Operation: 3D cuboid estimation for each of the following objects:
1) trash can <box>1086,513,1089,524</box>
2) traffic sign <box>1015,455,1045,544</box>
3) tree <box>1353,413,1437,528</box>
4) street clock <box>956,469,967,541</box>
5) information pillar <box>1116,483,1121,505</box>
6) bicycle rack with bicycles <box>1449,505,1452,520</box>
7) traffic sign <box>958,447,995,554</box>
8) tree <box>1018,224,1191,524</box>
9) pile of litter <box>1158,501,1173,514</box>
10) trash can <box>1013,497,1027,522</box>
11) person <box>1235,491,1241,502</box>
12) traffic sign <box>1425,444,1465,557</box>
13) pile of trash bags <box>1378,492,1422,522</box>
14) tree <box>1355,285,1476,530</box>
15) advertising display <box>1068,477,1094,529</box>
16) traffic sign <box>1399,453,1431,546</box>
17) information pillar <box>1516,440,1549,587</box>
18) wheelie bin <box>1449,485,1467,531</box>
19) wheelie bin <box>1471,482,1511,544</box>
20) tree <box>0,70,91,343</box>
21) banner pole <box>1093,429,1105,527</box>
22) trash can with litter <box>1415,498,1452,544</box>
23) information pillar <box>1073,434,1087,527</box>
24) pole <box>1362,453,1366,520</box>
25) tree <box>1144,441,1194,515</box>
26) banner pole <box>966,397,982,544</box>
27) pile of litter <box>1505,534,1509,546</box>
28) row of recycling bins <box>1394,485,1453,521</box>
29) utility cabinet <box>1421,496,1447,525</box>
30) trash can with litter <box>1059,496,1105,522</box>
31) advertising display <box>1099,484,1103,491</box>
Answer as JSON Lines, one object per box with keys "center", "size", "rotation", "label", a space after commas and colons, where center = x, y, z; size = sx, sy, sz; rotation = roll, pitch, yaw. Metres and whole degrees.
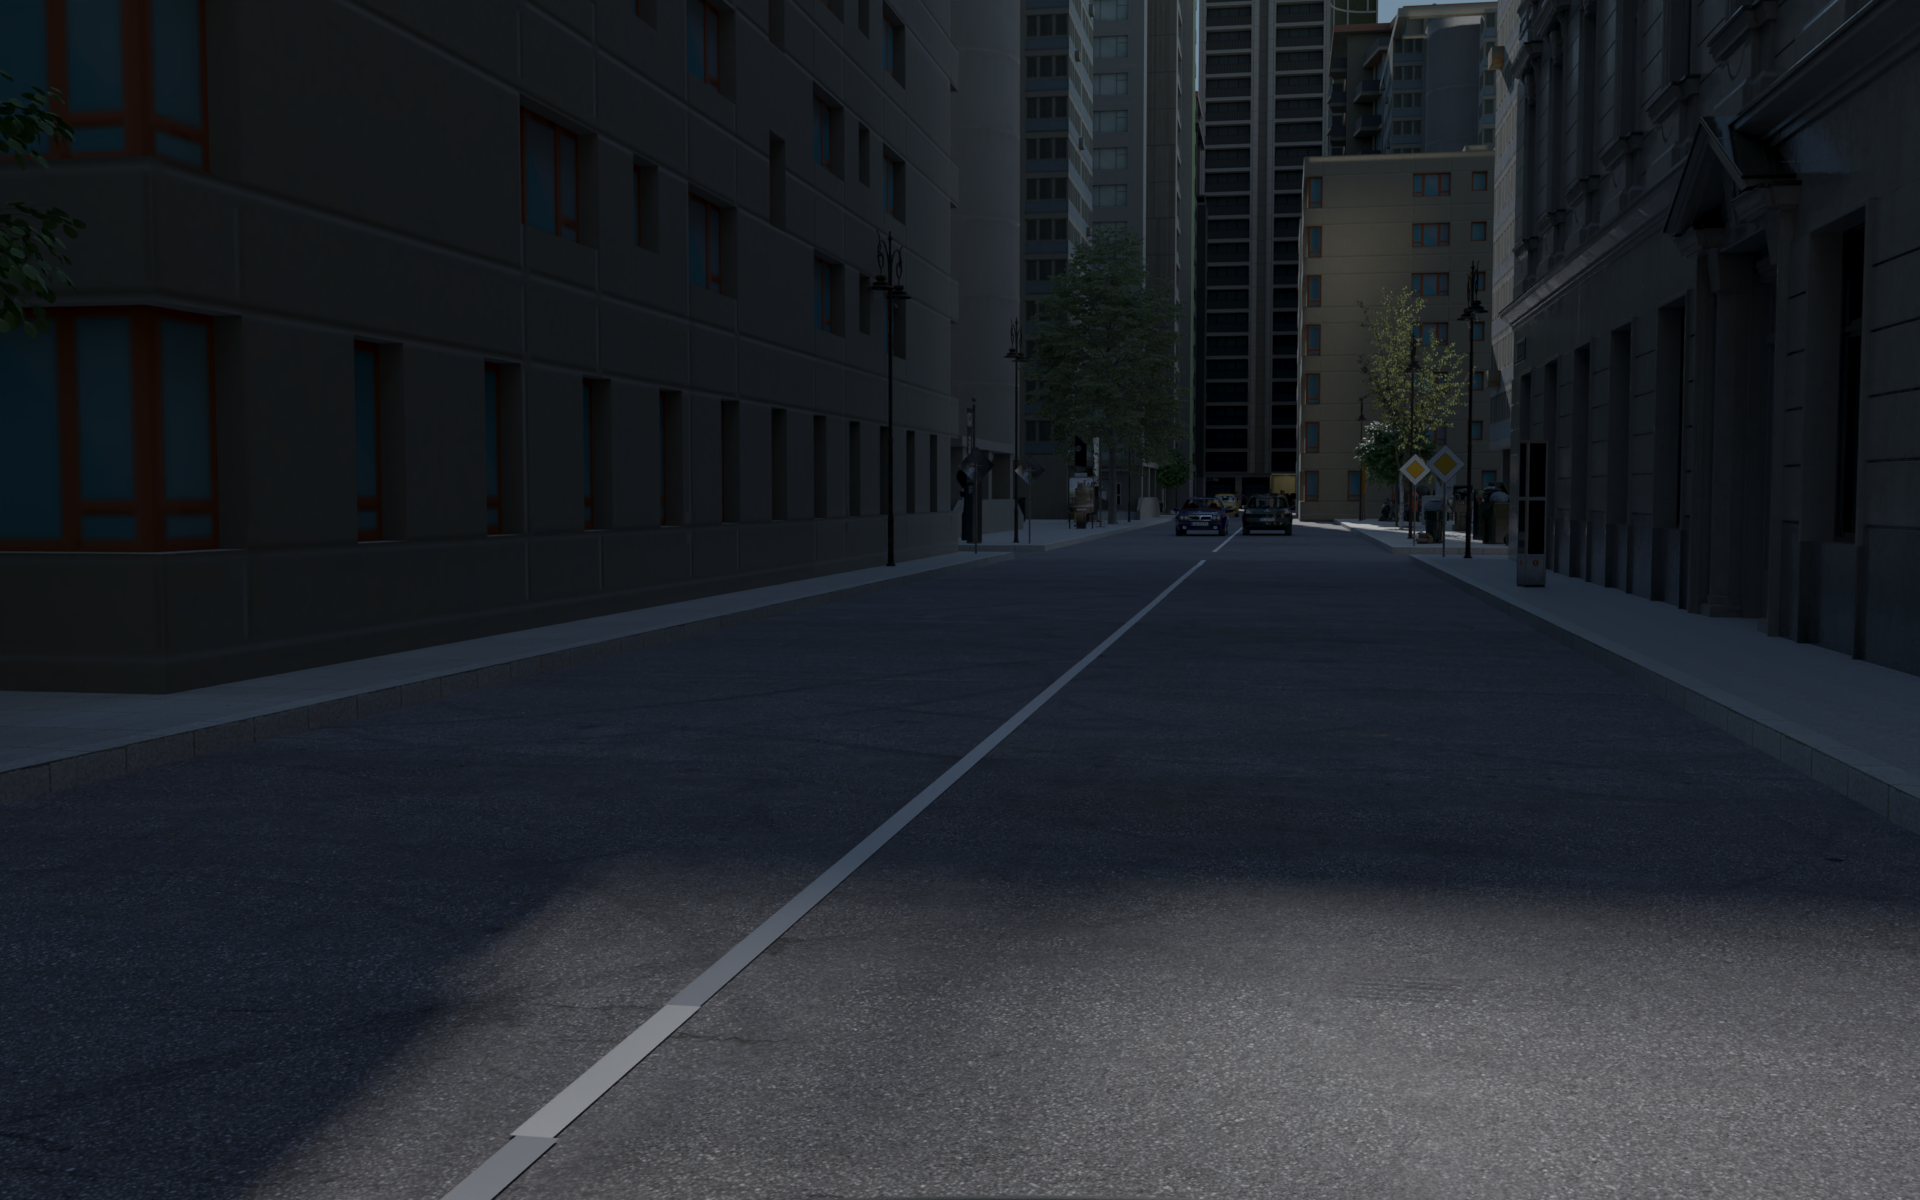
{"center": [5.315, -3.891, 75.268], "size": [0.748, 1.137, 0.748], "rotation": [0, 3, 0], "label": "trash can"}
{"center": [1.804, -2.514, 44.752], "size": [0.795, 2.450, 0.064], "rotation": [1, 4, 10], "label": "traffic sign"}
{"center": [16.900, -5.092, 66.962], "size": [4.285, 4.588, 4.351], "rotation": [0, 3, 0], "label": "tree"}
{"center": [0.144, -2.646, 47.826], "size": [0.471, 2.002, 0.358], "rotation": [-1, 4, -12], "label": "street clock"}
{"center": [10.660, -6.853, 116.534], "size": [0.304, 2.012, 0.304], "rotation": [0, 4, 2], "label": "information pillar"}
{"center": [25.082, -4.385, 85.079], "size": [2.852, 0.926, 2.925], "rotation": [-1, 4, -22], "label": "bicycle rack with bicycles"}
{"center": [0.346, -2.034, 36.901], "size": [0.795, 2.450, 0.064], "rotation": [1, 4, 10], "label": "traffic sign"}
{"center": [6.107, -9.513, 73.663], "size": [7.486, 12.596, 7.792], "rotation": [0, 3, 0], "label": "tree"}
{"center": [13.046, -5.933, 110.973], "size": [1.719, 0.858, 1.176], "rotation": [-3, 4, -36], "label": "pile of litter"}
{"center": [2.566, -3.936, 76.004], "size": [0.748, 1.137, 0.748], "rotation": [0, 3, 0], "label": "trash can"}
{"center": [28.707, -10.435, 179.823], "size": [1.217, 1.736, 0.721], "rotation": [3, 4, 36], "label": "person"}
{"center": [9.824, -1.926, 35.126], "size": [0.795, 2.450, 0.064], "rotation": [1, 4, 10], "label": "traffic sign"}
{"center": [20.589, -4.296, 79.999], "size": [1.912, 1.369, 3.447], "rotation": [0, 4, 0], "label": "pile of trash bags"}
{"center": [15.653, -6.750, 60.731], "size": [4.360, 8.622, 3.978], "rotation": [0, 3, 0], "label": "tree"}
{"center": [4.462, -3.584, 63.811], "size": [0.974, 1.923, 0.123], "rotation": [0, 4, -7], "label": "advertising display"}
{"center": [11.283, -2.406, 42.978], "size": [0.795, 2.450, 0.064], "rotation": [1, 4, 10], "label": "traffic sign"}
{"center": [7.894, -1.186, 23.887], "size": [0.304, 2.012, 0.304], "rotation": [0, 4, -5], "label": "information pillar"}
{"center": [17.354, -3.167, 59.682], "size": [0.980, 1.594, 0.693], "rotation": [1, 4, 10], "label": "wheelie bin"}
{"center": [13.712, -2.224, 44.264], "size": [0.693, 1.594, 0.980], "rotation": [-1, 4, -19], "label": "wheelie bin"}
{"center": [-6.203, -1.503, 8.287], "size": [4.285, 4.588, 4.351], "rotation": [0, 3, 0], "label": "tree"}
{"center": [5.331, -4.708, 66.993], "size": [0.401, 3.779, 0.863], "rotation": [-2, 4, -24], "label": "banner pole"}
{"center": [12.217, -2.040, 44.749], "size": [0.624, 1.170, 1.055], "rotation": [3, 4, 39], "label": "trash can with litter"}
{"center": [4.709, -4.672, 67.735], "size": [0.504, 3.616, 0.183], "rotation": [2, 4, 24], "label": "information pillar"}
{"center": [19.965, -5.611, 85.583], "size": [0.158, 3.312, 0.155], "rotation": [0, 3, 0], "label": "pole"}
{"center": [12.847, -7.586, 107.739], "size": [4.285, 4.588, 4.351], "rotation": [0, 3, 0], "label": "tree"}
{"center": [0.293, -3.335, 44.549], "size": [0.401, 3.779, 0.863], "rotation": [1, 4, 17], "label": "banner pole"}
{"center": [14.231, -1.758, 42.711], "size": [1.719, 0.858, 1.176], "rotation": [0, 4, -2], "label": "pile of litter"}
{"center": [22.425, -4.597, 82.268], "size": [3.534, 1.692, 1.069], "rotation": [1, 4, 18], "label": "row of recycling bins"}
{"center": [19.783, -3.737, 72.268], "size": [1.020, 1.237, 0.306], "rotation": [3, 5, 43], "label": "utility cabinet"}
{"center": [5.660, -4.163, 79.117], "size": [2.233, 1.210, 1.678], "rotation": [1, 4, 14], "label": "trash can with litter"}
{"center": [9.399, -6.758, 115.701], "size": [0.123, 1.923, 0.974], "rotation": [1, 4, 18], "label": "advertising display"}
